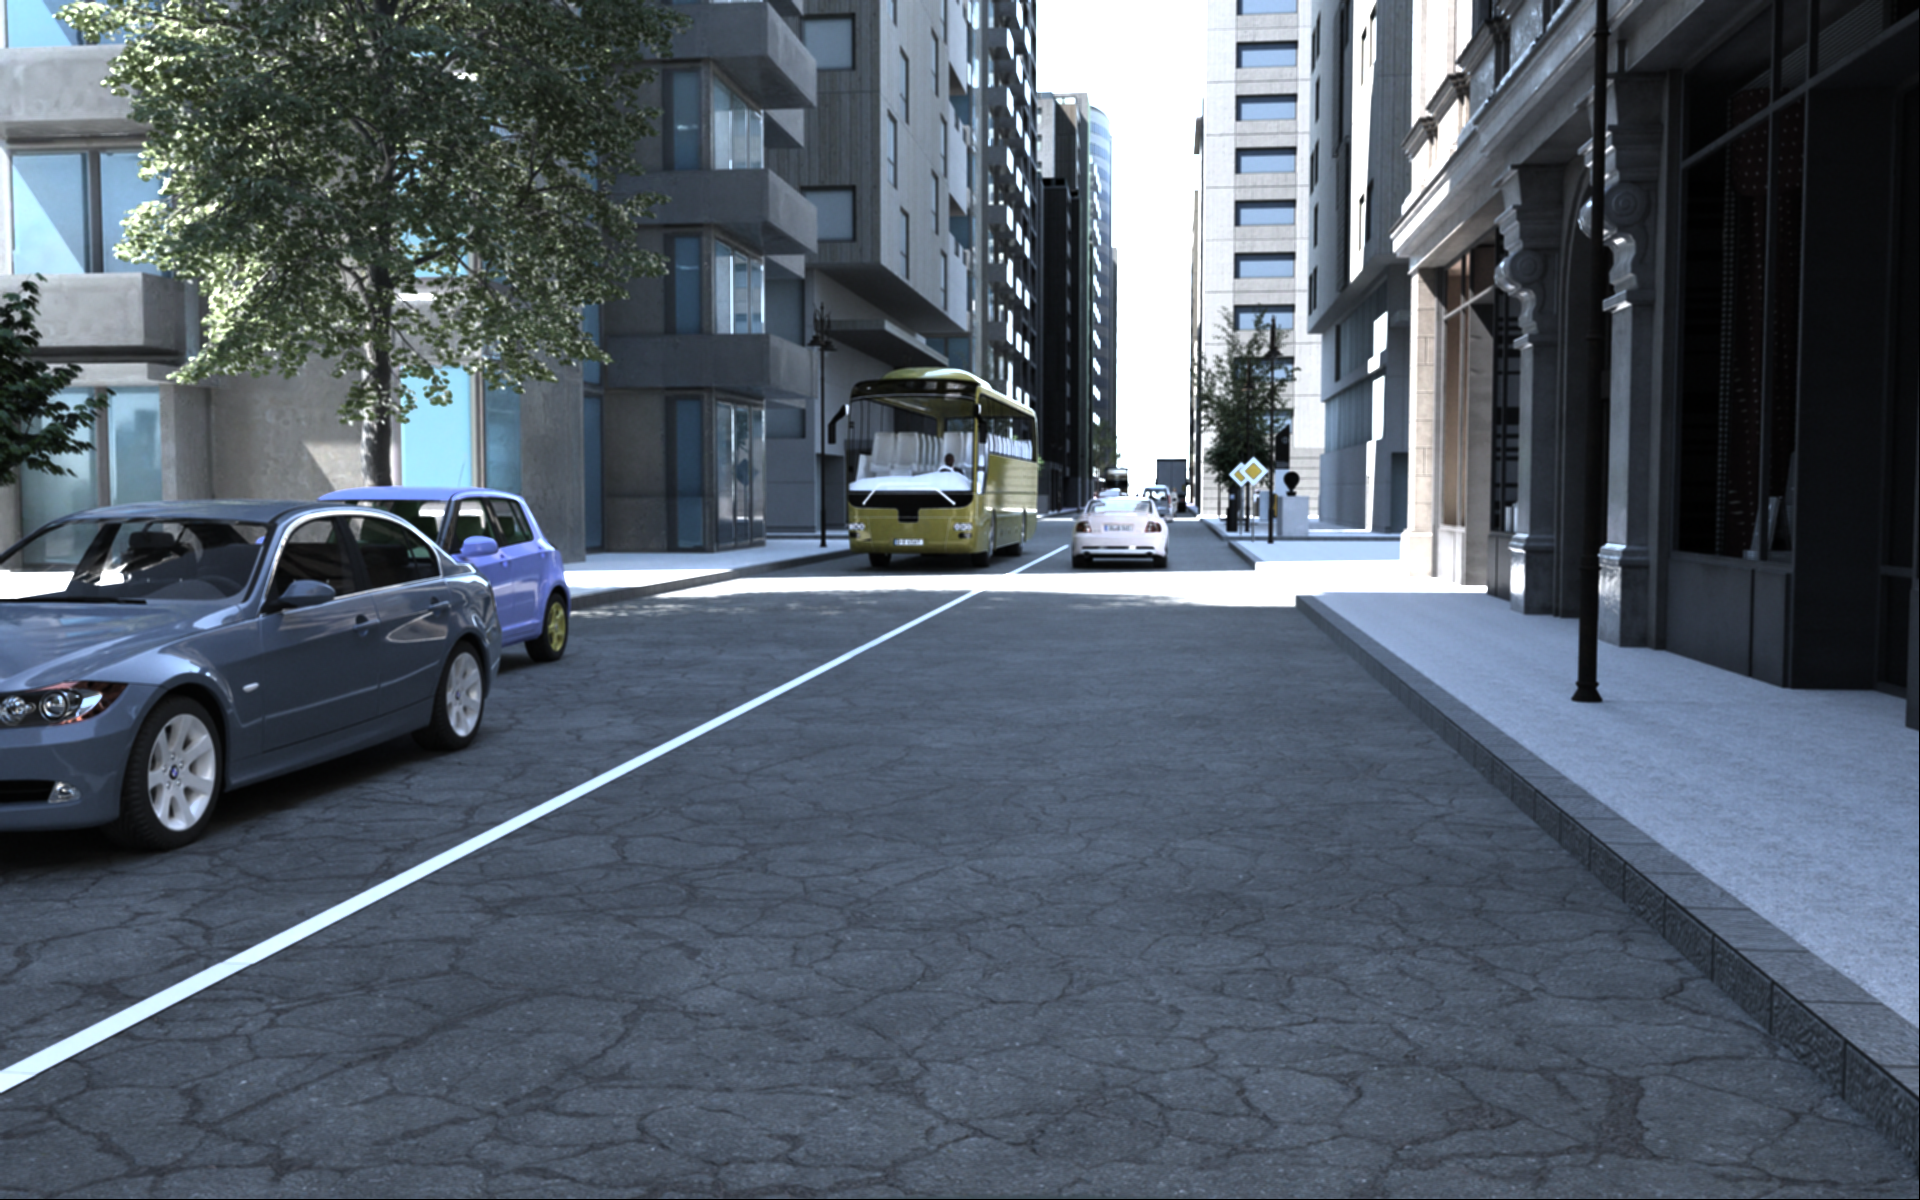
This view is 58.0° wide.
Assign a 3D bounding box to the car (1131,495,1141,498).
[{"bbox_3d":[28.614,-16.546,283.114,1.945,1.354,3.894,1,4,9],"label":"car"}]

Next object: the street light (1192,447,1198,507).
[{"bbox_3d":[23.258,-12.047,169.755,0.468,5.910,1.993,0,4,7],"label":"street light"}]

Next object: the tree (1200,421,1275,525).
[{"bbox_3d":[11.874,-5.493,73.522,4.285,4.588,4.351,0,3,0],"label":"tree"}]

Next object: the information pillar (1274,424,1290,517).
[{"bbox_3d":[10.709,-4.046,57.506,0.504,3.616,0.183,1,4,9],"label":"information pillar"}]

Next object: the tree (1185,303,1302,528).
[{"bbox_3d":[10.792,-7.076,66.062,4.737,8.622,4.395,0,3,0],"label":"tree"}]

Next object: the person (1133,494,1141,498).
[{"bbox_3d":[22.196,-12.701,216.175,1.348,1.822,0.705,1,4,21],"label":"person"}]

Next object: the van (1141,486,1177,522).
[{"bbox_3d":[10.157,-5.043,89.457,2.013,2.044,4.112,1,4,8],"label":"van"}]

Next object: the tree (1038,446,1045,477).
[{"bbox_3d":[2.989,-6.746,94.012,4.285,4.588,4.351,0,3,0],"label":"tree"}]

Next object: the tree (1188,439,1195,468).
[{"bbox_3d":[29.632,-16.012,212.154,4.360,8.622,3.978,0,3,0],"label":"tree"}]

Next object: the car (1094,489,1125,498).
[{"bbox_3d":[10.966,-7.224,126.777,2.281,1.827,5.304,0,4,7],"label":"car"}]

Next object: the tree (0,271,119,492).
[{"bbox_3d":[-7.184,-1.120,12.917,1.663,3.219,1.824,0,3,0],"label":"tree"}]

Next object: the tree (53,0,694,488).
[{"bbox_3d":[-6.795,-6.265,20.561,7.486,12.596,7.792,0,3,0],"label":"tree"}]

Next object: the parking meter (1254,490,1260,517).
[{"bbox_3d":[16.416,-5.345,95.795,0.372,1.533,0.369,0,3,0],"label":"parking meter"}]

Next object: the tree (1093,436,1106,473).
[{"bbox_3d":[14.308,-15.015,195.863,4.737,8.622,4.395,0,3,0],"label":"tree"}]

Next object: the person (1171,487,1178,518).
[{"bbox_3d":[12.881,-5.865,104.277,0.514,1.842,0.818,2,4,32],"label":"person"}]

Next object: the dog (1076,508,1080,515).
[{"bbox_3d":[8.053,-6.049,118.185,0.406,0.507,0.540,-2,4,-28],"label":"dog"}]

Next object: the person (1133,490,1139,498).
[{"bbox_3d":[17.625,-10.109,173.644,0.599,1.838,0.709,0,4,-5],"label":"person"}]

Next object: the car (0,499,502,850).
[{"bbox_3d":[-3.795,0.209,8.578,2.014,1.417,4.499,0,4,8],"label":"car"}]

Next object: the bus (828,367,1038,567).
[{"bbox_3d":[-0.137,-2.795,37.242,2.896,3.916,12.252,0,4,8],"label":"bus"}]

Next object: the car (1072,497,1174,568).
[{"bbox_3d":[3.279,-1.390,35.083,2.083,1.381,4.827,0,4,7],"label":"car"}]

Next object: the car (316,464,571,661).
[{"bbox_3d":[-4.424,-0.249,13.669,1.945,1.707,3.694,0,4,7],"label":"car"}]

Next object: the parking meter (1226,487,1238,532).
[{"bbox_3d":[9.266,-3.093,58.979,0.372,1.533,0.369,0,3,0],"label":"parking meter"}]

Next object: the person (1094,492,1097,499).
[{"bbox_3d":[16.442,-12.239,209.282,0.551,1.740,0.621,-1,4,-21],"label":"person"}]

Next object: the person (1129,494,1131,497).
[{"bbox_3d":[25.975,-15.526,265.573,0.991,1.433,0.599,-2,4,-28],"label":"person"}]

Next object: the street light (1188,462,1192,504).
[{"bbox_3d":[27.484,-14.144,204.036,0.468,5.910,1.993,0,4,7],"label":"street light"}]

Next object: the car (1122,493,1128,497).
[{"bbox_3d":[13.270,-8.287,144.525,2.155,1.783,4.494,1,4,8],"label":"car"}]

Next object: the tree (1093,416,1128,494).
[{"bbox_3d":[16.768,-16.675,207.053,7.601,10.594,8.767,-2,4,-29],"label":"tree"}]

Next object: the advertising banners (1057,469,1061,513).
[{"bbox_3d":[6.927,-7.630,120.940,0.090,3.025,2.074,1,4,9],"label":"advertising banners"}]

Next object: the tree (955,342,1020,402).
[{"bbox_3d":[0.909,-8.231,84.935,4.360,8.622,3.978,0,3,0],"label":"tree"}]

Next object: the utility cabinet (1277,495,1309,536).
[{"bbox_3d":[10.215,-2.570,53.186,1.020,1.237,0.306,-2,4,-26],"label":"utility cabinet"}]

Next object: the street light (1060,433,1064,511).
[{"bbox_3d":[7.616,-9.702,131.417,0.468,5.910,1.993,0,4,7],"label":"street light"}]

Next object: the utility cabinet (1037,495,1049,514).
[{"bbox_3d":[5.113,-6.043,109.965,1.020,1.237,0.306,2,4,25],"label":"utility cabinet"}]

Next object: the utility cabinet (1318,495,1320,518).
[{"bbox_3d":[19.731,-4.997,92.869,1.020,1.237,0.306,0,4,3],"label":"utility cabinet"}]
